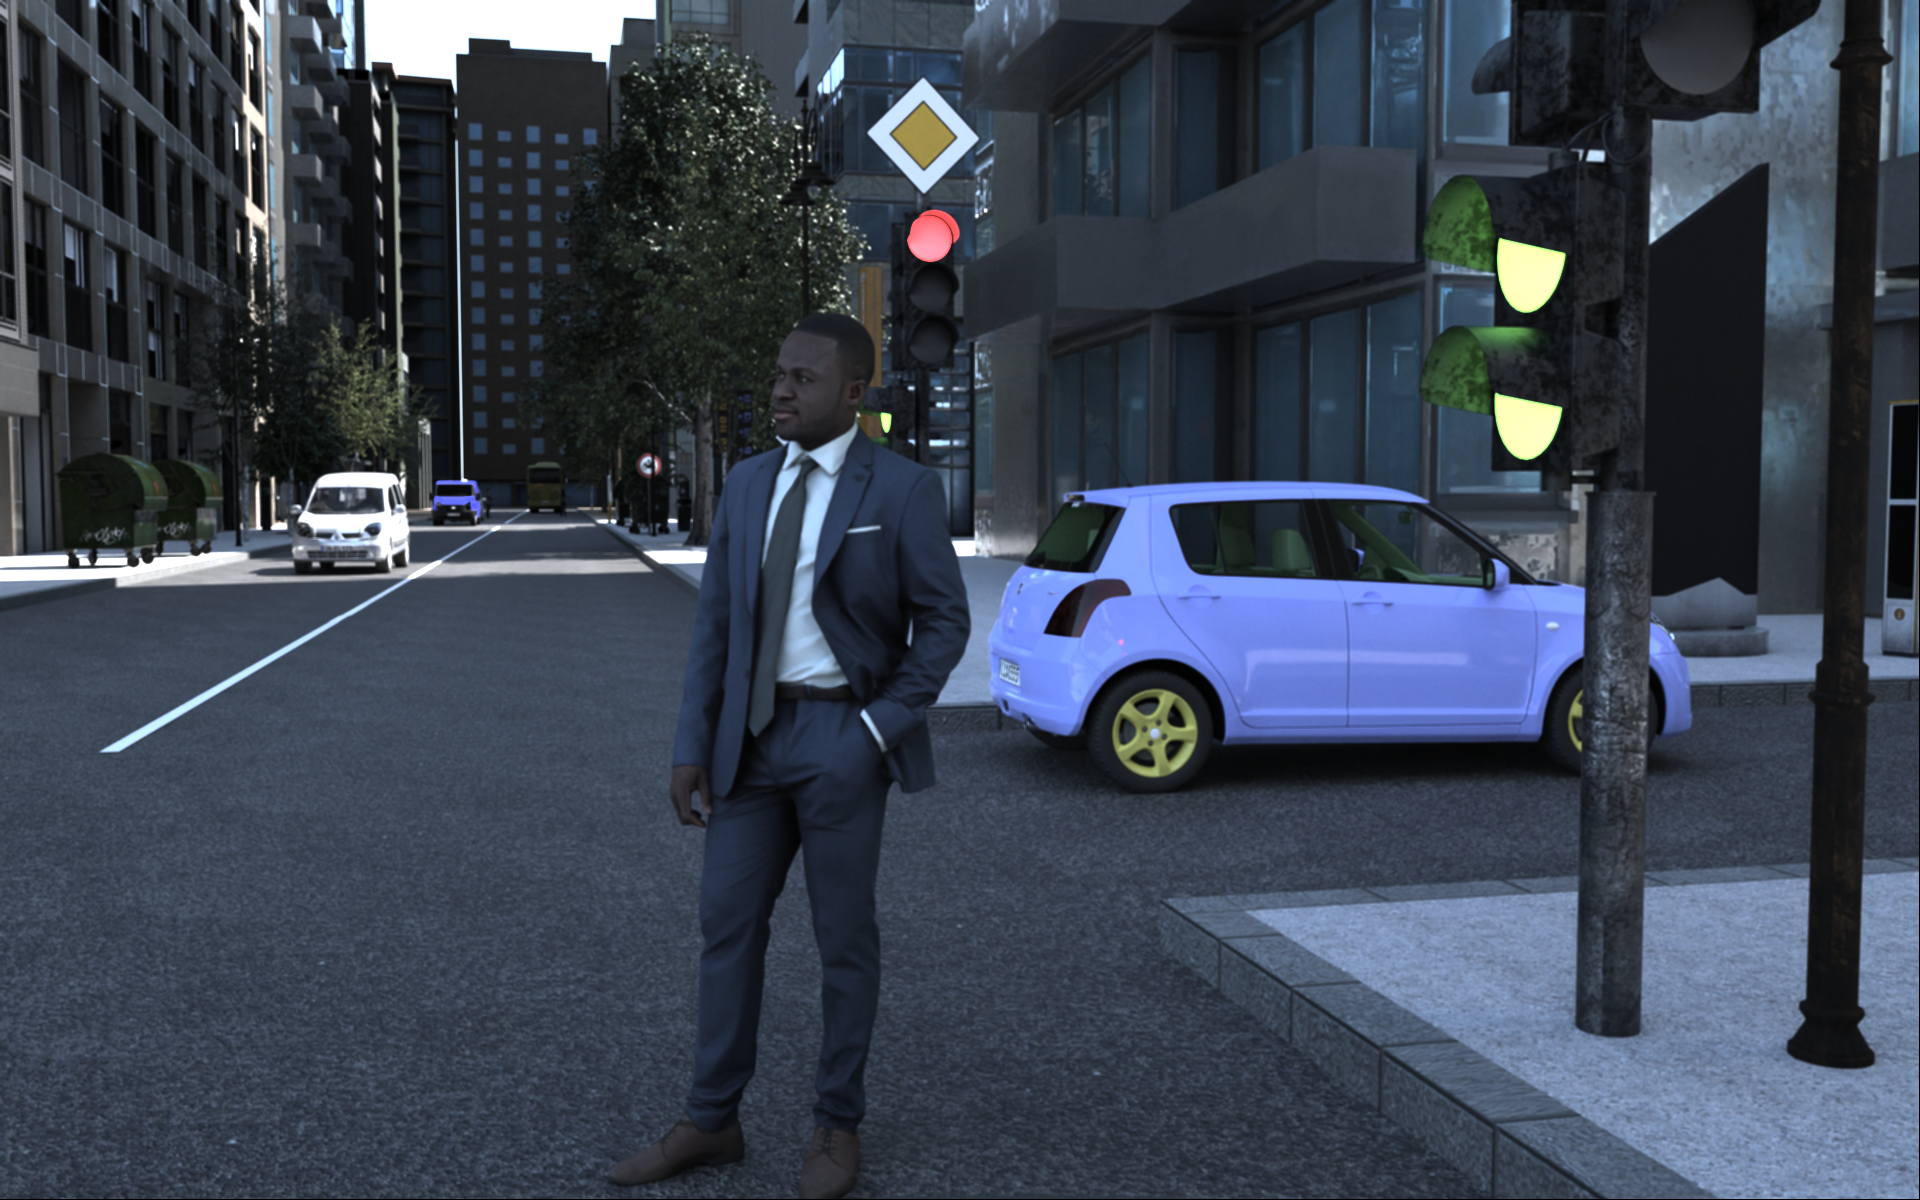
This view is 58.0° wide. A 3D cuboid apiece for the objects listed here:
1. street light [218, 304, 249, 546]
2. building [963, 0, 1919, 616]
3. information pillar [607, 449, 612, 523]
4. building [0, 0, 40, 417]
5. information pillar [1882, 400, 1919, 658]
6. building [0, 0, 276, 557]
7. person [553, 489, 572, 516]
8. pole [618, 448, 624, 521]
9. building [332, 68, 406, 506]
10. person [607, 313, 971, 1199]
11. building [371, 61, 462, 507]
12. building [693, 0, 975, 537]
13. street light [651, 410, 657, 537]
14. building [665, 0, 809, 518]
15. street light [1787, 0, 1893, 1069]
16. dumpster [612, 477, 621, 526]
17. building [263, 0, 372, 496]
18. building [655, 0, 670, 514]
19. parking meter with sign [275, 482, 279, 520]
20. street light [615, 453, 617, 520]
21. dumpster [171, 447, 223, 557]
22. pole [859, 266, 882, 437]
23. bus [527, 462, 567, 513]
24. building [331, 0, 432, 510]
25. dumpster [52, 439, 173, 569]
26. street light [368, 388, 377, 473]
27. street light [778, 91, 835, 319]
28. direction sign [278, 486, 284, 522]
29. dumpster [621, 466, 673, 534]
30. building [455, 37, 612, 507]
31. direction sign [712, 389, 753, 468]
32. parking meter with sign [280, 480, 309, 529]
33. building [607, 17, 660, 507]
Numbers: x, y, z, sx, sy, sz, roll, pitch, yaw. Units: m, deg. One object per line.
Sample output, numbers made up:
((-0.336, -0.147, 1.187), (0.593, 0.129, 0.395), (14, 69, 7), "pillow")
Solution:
((-17.718, -4.256, 42.366), (0.468, 5.910, 1.993), (-1, 4, -13), "street light")
((14.952, -24.985, 28.120), (30.456, 49.044, 23.786), (-1, 4, -13), "building")
((-15.534, -5.219, 76.693), (0.183, 3.616, 0.504), (0, 4, -5), "information pillar")
((-22.474, -13.914, 20.997), (14.314, 27.812, 24.014), (-1, 4, -13), "building")
((7.526, -0.560, 13.648), (0.304, 2.012, 0.304), (-2, 4, -24), "information pillar")
((-32.525, -14.947, 48.899), (19.350, 26.468, 34.151), (-1, 4, -13), "building")
((-25.668, -6.281, 111.907), (1.217, 1.735, 0.721), (-2, 4, -25), "person")
((-13.835, -4.703, 70.734), (0.158, 3.312, 0.155), (0, 3, 0), "pole")
((-45.659, -21.125, 117.102), (14.160, 30.474, 14.107), (-1, 4, -13), "building")
((-0.337, 0.309, 3.629), (0.721, 1.800, 0.419), (1, 4, 17), "person")
((-65.311, -31.793, 174.444), (28.867, 44.769, 22.147), (-1, 4, -13), "building")
((2.049, -46.021, 65.118), (22.319, 86.520, 31.000), (-1, 4, -13), "building")
((-9.251, -4.858, 52.211), (0.468, 5.910, 1.993), (-1, 4, -13), "street light")
((-9.933, -25.453, 99.747), (14.154, 41.232, 14.086), (-1, 4, -13), "building")
((1.986, -1.895, 3.774), (0.468, 5.910, 1.993), (-1, 4, -13), "street light")
((-13.131, -4.085, 69.276), (1.502, 2.255, 1.985), (-1, 4, -13), "dumpster")
((-45.535, -28.979, 93.411), (23.786, 49.044, 30.456), (-1, 4, -13), "building")
((-10.619, -35.412, 120.983), (21.231, 58.520, 28.212), (-1, 4, -13), "building")
((-31.110, -5.074, 79.225), (1.738, 3.016, 0.543), (-1, 4, -23), "parking meter with sign")
((-16.807, -6.835, 84.542), (0.468, 5.910, 1.993), (-1, 4, -13), "street light")
((-16.260, -2.045, 35.928), (1.502, 2.255, 1.985), (-1, 4, -13), "dumpster")
((-0.806, -1.335, 15.678), (0.158, 3.312, 0.155), (0, 3, 0), "pole")
((-31.724, -8.655, 133.057), (2.896, 3.916, 12.252), (-1, 4, -12), "bus")
((-59.575, -50.423, 137.080), (31.000, 86.520, 22.319), (-1, 4, -13), "building")
((-15.016, -1.721, 30.635), (1.502, 2.255, 1.985), (-1, 4, -13), "dumpster")
((-25.379, -6.251, 74.997), (0.468, 5.910, 1.993), (-1, 4, -13), "street light")
((-1.813, -2.914, 20.432), (0.468, 5.910, 1.993), (-1, 4, -13), "street light")
((-30.815, -5.281, 78.347), (0.379, 3.537, 0.876), (0, 4, -6), "direction sign")
((-10.087, -3.276, 56.057), (1.502, 2.255, 1.985), (-1, 4, -13), "dumpster")
((-42.811, -32.092, 174.821), (14.200, 45.320, 14.600), (-1, 4, -13), "building")
((-4.914, -2.780, 37.457), (0.876, 3.537, 0.379), (-1, 4, -21), "direction sign")
((-24.098, -4.090, 63.131), (0.543, 3.016, 1.738), (-3, 5, -43), "parking meter with sign")
((-26.207, -34.176, 182.482), (21.600, 48.544, 21.300), (-1, 4, -13), "building")
